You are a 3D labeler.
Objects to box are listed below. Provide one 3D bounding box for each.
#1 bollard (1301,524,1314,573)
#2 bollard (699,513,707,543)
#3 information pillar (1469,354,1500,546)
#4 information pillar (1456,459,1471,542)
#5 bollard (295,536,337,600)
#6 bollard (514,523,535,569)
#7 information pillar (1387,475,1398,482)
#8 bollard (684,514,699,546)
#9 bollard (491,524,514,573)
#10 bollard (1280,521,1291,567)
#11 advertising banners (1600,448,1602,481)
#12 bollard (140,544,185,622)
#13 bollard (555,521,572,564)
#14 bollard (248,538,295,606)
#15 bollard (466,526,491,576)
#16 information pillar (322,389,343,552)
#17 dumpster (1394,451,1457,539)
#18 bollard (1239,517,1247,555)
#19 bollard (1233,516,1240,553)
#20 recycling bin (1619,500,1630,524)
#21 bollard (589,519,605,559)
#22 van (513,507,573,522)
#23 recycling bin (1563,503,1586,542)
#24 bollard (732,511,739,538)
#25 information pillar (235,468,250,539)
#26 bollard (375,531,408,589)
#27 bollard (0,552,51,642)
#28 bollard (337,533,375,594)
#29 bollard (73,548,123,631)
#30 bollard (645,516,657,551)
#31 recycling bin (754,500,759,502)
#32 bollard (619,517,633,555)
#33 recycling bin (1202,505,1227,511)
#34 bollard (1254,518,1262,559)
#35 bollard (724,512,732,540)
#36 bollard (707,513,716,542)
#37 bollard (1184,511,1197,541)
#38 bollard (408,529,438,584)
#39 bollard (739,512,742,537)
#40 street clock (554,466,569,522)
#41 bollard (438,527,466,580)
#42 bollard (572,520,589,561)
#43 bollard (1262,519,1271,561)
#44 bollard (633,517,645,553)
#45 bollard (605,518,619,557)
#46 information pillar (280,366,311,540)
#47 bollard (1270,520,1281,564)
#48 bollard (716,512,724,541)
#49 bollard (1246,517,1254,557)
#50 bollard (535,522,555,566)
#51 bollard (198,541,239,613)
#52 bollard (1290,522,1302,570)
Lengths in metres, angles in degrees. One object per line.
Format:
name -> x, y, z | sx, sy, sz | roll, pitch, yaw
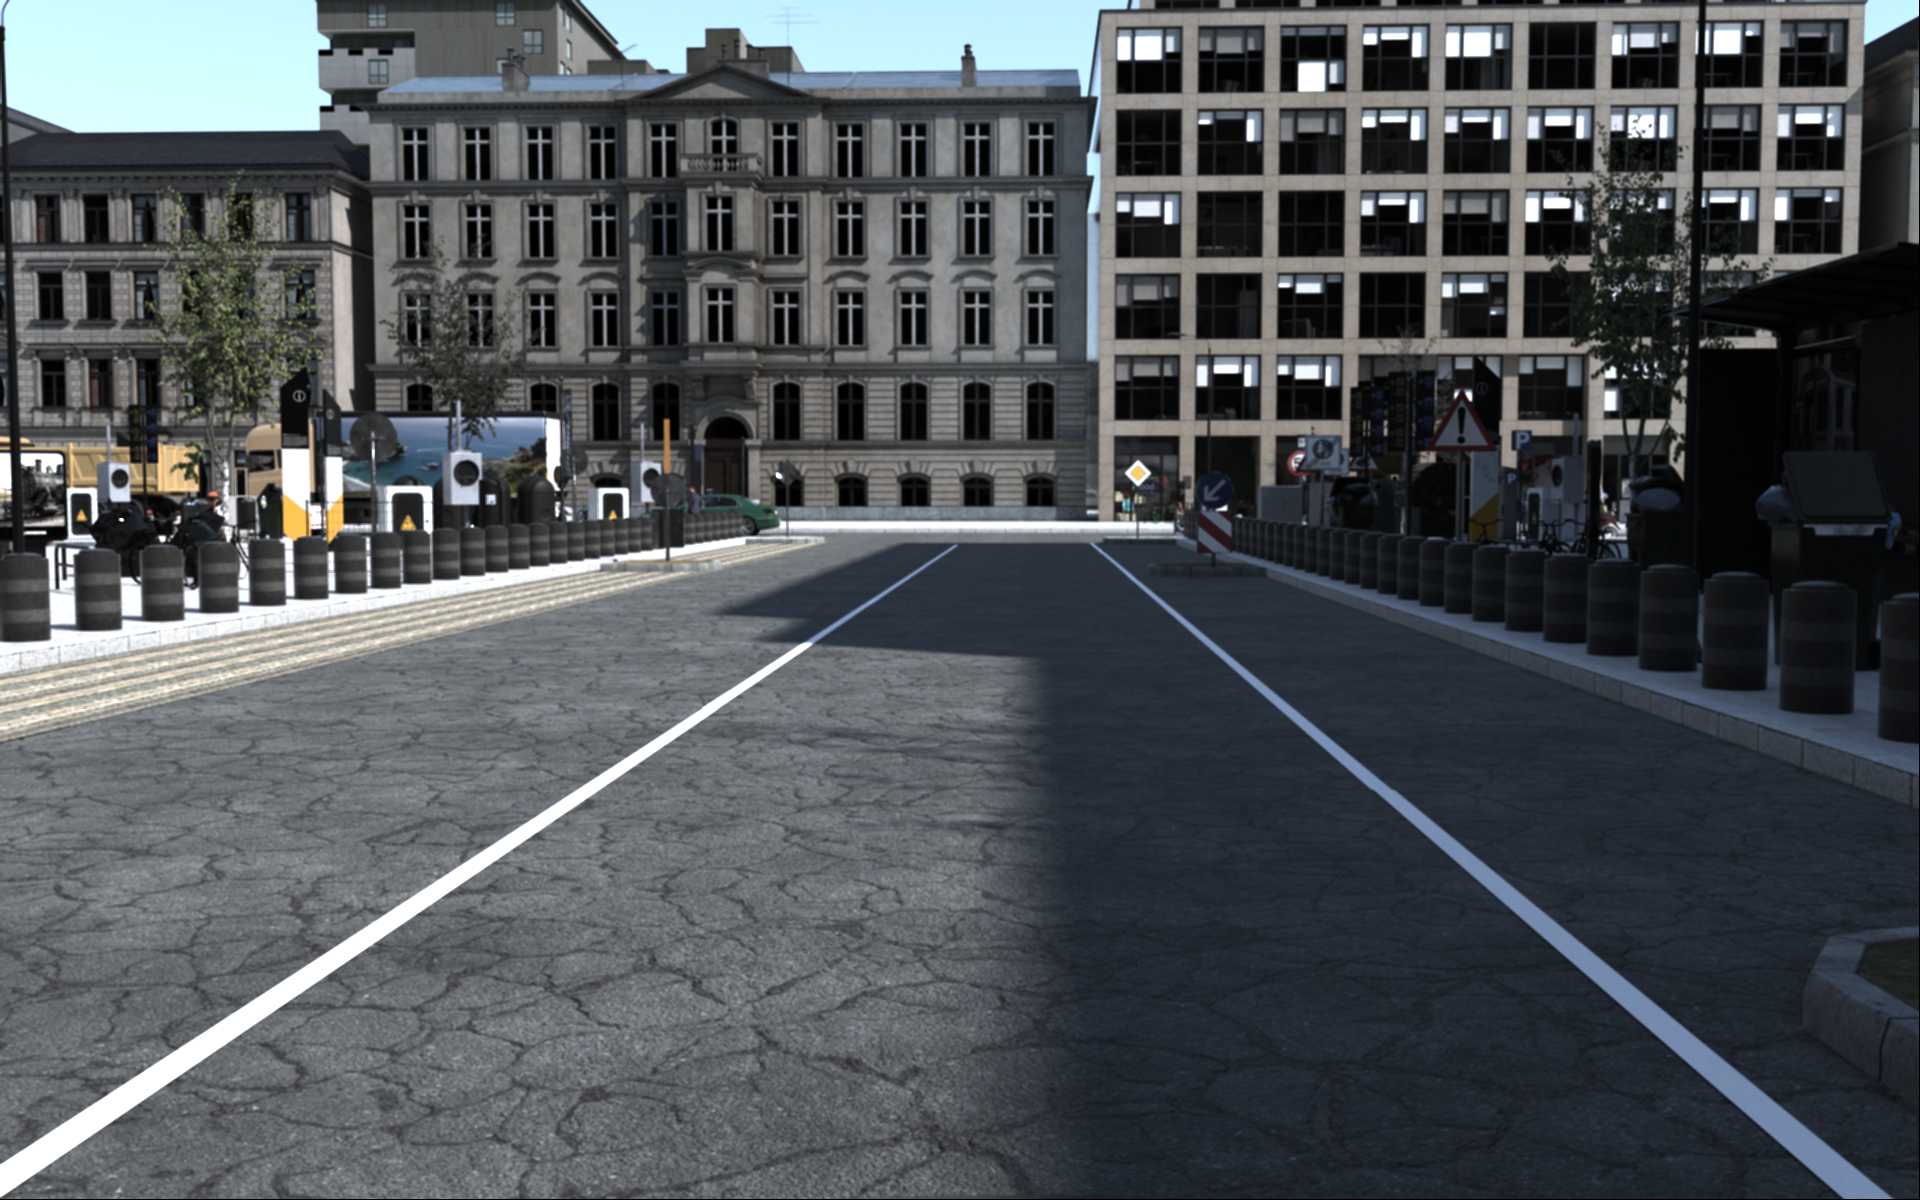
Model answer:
bollard -> 5.846, -0.832, 28.322 | 0.404, 0.777, 0.398 | 0, 3, 0
bollard -> -6.915, -1.872, 45.325 | 0.404, 0.777, 0.398 | 0, 3, 0
information pillar -> 8.835, -2.315, 29.205 | 0.504, 3.616, 0.183 | -1, 4, -10
information pillar -> 10.752, -1.964, 36.609 | 0.304, 2.012, 0.304 | -3, 5, -44
bollard -> -7.939, -0.396, 21.184 | 0.404, 0.777, 0.398 | 0, 3, 0
bollard -> -7.581, -0.914, 29.661 | 0.404, 0.777, 0.398 | 0, 3, 0
information pillar -> 16.717, -3.821, 66.972 | 0.304, 2.012, 0.304 | -1, 4, -19
bollard -> -6.964, -1.798, 44.116 | 0.404, 0.777, 0.398 | 0, 3, 0
bollard -> -7.628, -0.840, 28.447 | 0.404, 0.777, 0.398 | 0, 3, 0
bollard -> 5.950, -0.980, 30.737 | 0.404, 0.777, 0.398 | 0, 3, 0
advertising banners -> 24.671, -4.340, 67.149 | 0.090, 3.025, 2.074 | 1, 4, 11
bollard -> -8.090, -0.174, 17.565 | 0.404, 0.777, 0.398 | 0, 3, 0
bollard -> -7.479, -1.061, 32.066 | 0.404, 0.777, 0.398 | 0, 3, 0
bollard -> -7.991, -0.322, 19.975 | 0.404, 0.777, 0.398 | 0, 3, 0
bollard -> -7.683, -0.766, 27.247 | 0.404, 0.777, 0.398 | 0, 3, 0
information pillar -> -14.044, -2.901, 38.781 | 0.183, 3.616, 0.504 | 1, 4, 23
dumpster -> 10.578, -2.200, 38.463 | 1.502, 2.255, 1.985 | 0, 4, 3
bollard -> 6.206, -1.348, 36.749 | 0.404, 0.777, 0.398 | 0, 3, 0
bollard -> 6.255, -1.422, 37.961 | 0.404, 0.777, 0.398 | 0, 3, 0
recycling bin -> 29.035, -3.812, 74.880 | 0.722, 1.027, 0.722 | -1, 4, -19
bollard -> -7.371, -1.208, 34.474 | 0.404, 0.777, 0.398 | 0, 3, 0
van -> -16.007, -3.412, 62.790 | 4.112, 2.044, 2.013 | 0, 4, 2
recycling bin -> 16.489, -2.098, 46.862 | 0.722, 1.027, 0.722 | 1, 4, 11
bollard -> -6.707, -2.167, 50.150 | 0.404, 0.777, 0.398 | 0, 3, 0
information pillar -> -20.395, -2.736, 49.229 | 0.304, 2.012, 0.304 | -1, 4, -13
bollard -> -7.832, -0.544, 23.614 | 0.404, 0.777, 0.398 | 0, 3, 0
bollard -> -8.195, -0.027, 15.164 | 0.404, 0.777, 0.398 | 0, 3, 0
bollard -> -7.886, -0.471, 22.414 | 0.404, 0.777, 0.398 | 0, 3, 0
bollard -> -8.147, -0.101, 16.365 | 0.404, 0.777, 0.398 | 0, 3, 0
bollard -> -7.169, -1.503, 39.287 | 0.404, 0.777, 0.398 | 0, 3, 0
recycling bin -> -9.114, -3.786, 74.451 | 0.722, 1.027, 0.722 | 2, 4, 29
bollard -> -7.272, -1.355, 36.875 | 0.404, 0.777, 0.398 | 0, 3, 0
recycling bin -> 9.908, -3.356, 67.418 | 0.722, 1.027, 0.722 | -2, 4, -35
bollard -> 6.101, -1.201, 34.346 | 0.404, 0.777, 0.398 | 0, 3, 0
bollard -> -6.757, -2.093, 48.945 | 0.404, 0.777, 0.398 | 0, 3, 0
bollard -> -6.862, -1.946, 46.531 | 0.404, 0.777, 0.398 | 0, 3, 0
bollard -> 6.766, -2.159, 50.015 | 0.404, 0.777, 0.398 | 0, 3, 0
bollard -> -7.786, -0.618, 24.819 | 0.404, 0.777, 0.398 | 0, 3, 0
bollard -> -6.659, -2.241, 51.356 | 0.404, 0.777, 0.398 | 0, 3, 0
street clock -> -10.274, -2.454, 44.689 | 0.358, 2.002, 0.471 | -3, 4, -37
bollard -> -7.732, -0.692, 26.029 | 0.404, 0.777, 0.398 | 0, 3, 0
bollard -> -7.424, -1.134, 33.266 | 0.404, 0.777, 0.398 | 0, 3, 0
bollard -> 6.049, -1.127, 33.145 | 0.404, 0.777, 0.398 | 0, 3, 0
bollard -> -7.222, -1.429, 38.076 | 0.404, 0.777, 0.398 | 0, 3, 0
bollard -> -7.324, -1.282, 35.674 | 0.404, 0.777, 0.398 | 0, 3, 0
information pillar -> -12.129, -2.466, 31.667 | 0.504, 3.616, 0.183 | -1, 4, -20
bollard -> 5.999, -1.053, 31.938 | 0.404, 0.777, 0.398 | 0, 3, 0
bollard -> -6.812, -2.019, 47.733 | 0.404, 0.777, 0.398 | 0, 3, 0
bollard -> 6.155, -1.274, 35.546 | 0.404, 0.777, 0.398 | 0, 3, 0
bollard -> -7.527, -0.988, 30.865 | 0.404, 0.777, 0.398 | 0, 3, 0
bollard -> -8.038, -0.248, 18.775 | 0.404, 0.777, 0.398 | 0, 3, 0
bollard -> 5.897, -0.906, 29.522 | 0.404, 0.777, 0.398 | 0, 3, 0
